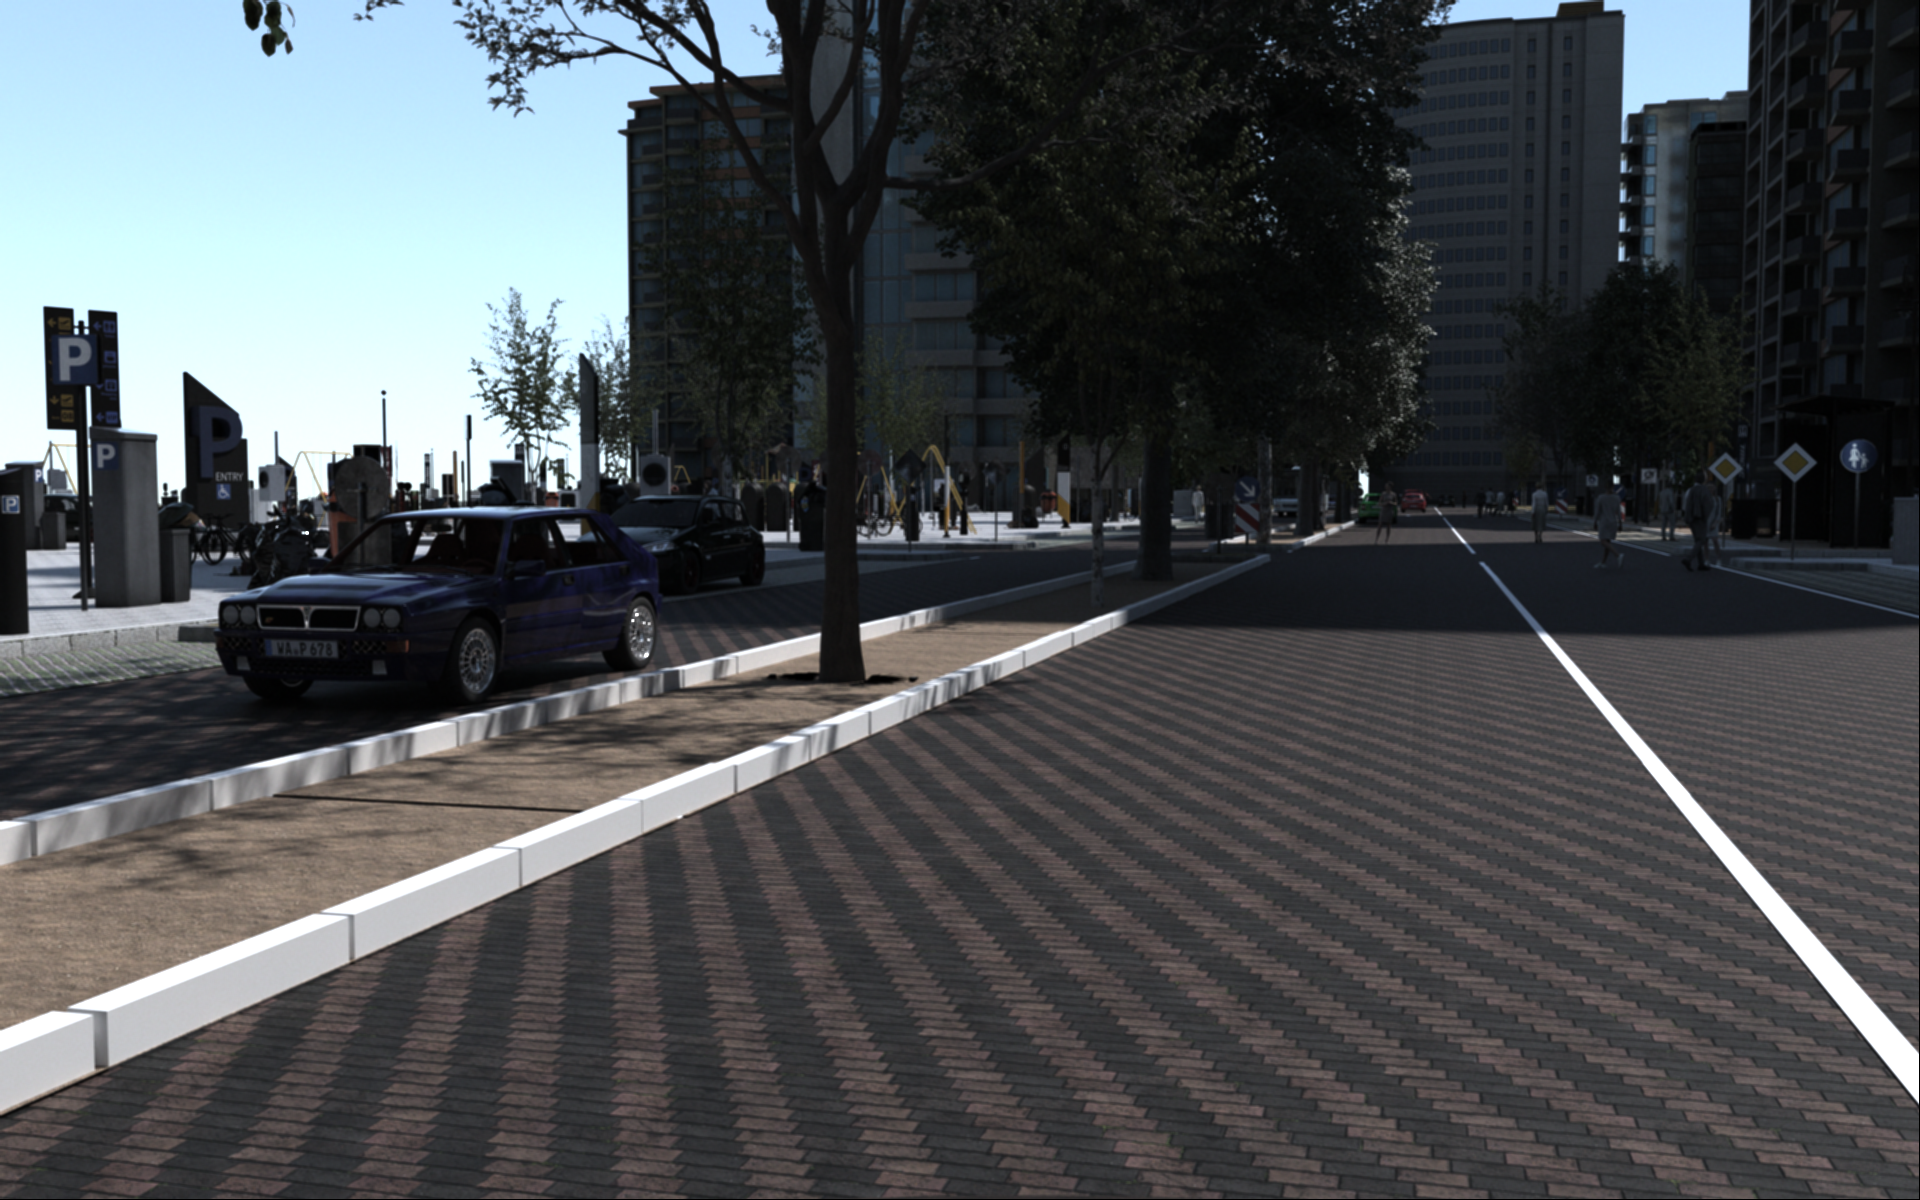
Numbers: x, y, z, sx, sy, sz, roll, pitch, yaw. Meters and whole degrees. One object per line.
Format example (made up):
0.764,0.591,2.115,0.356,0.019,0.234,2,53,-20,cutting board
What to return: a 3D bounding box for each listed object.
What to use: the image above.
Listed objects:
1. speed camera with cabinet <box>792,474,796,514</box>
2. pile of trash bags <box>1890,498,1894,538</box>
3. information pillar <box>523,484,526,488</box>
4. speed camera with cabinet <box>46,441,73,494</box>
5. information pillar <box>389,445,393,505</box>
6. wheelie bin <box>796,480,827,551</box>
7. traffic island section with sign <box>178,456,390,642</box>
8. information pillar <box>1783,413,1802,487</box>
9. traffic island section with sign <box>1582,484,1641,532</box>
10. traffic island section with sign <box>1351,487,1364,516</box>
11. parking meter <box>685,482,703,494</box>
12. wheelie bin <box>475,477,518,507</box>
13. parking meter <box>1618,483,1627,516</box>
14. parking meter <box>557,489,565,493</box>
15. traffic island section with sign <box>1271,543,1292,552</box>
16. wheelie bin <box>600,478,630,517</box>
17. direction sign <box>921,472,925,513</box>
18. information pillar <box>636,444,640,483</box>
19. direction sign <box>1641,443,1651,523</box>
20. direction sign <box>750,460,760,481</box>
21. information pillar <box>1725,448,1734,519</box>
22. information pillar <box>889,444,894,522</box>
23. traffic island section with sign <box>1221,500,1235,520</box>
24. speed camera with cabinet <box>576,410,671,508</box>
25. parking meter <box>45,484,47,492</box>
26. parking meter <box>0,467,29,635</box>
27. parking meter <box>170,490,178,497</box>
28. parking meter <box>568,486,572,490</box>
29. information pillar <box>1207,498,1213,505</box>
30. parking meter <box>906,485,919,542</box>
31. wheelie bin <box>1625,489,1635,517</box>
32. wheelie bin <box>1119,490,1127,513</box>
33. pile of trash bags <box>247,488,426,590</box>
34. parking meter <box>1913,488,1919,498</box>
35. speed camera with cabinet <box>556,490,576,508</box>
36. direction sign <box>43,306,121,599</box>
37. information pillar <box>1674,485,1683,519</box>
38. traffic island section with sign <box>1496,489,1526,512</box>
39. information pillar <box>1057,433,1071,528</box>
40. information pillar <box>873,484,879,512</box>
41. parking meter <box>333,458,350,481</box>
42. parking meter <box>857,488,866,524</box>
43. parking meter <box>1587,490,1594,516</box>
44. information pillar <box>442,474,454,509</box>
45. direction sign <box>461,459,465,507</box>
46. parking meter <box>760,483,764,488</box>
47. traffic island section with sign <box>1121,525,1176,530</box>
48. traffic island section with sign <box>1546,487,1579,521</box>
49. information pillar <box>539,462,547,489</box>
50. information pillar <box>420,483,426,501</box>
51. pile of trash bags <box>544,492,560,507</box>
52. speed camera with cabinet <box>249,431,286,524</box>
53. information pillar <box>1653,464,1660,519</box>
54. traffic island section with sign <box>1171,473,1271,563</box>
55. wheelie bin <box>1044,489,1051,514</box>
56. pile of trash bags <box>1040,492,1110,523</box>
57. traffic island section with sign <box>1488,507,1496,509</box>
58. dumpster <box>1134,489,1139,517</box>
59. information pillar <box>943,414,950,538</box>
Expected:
-10.765,-7.200,112.058,0.660,3.252,2.038,0,4,7,speed camera with cabinet
26.774,-2.570,51.769,3.447,1.369,1.912,3,4,38,pile of trash bags
-32.707,-7.691,130.234,0.304,2.012,0.304,3,4,36,information pillar
-33.115,-4.245,63.743,0.660,3.252,2.038,-2,4,-35,speed camera with cabinet
-26.918,-5.539,81.923,0.183,3.616,0.504,0,4,-6,information pillar
-3.292,-1.903,39.017,0.693,1.594,0.980,0,4,5,wheelie bin
-6.341,-0.535,17.374,1.989,1.847,2.006,1,4,15,traffic island section with sign
23.310,-3.498,48.549,0.504,3.616,0.183,1,4,19,information pillar
24.889,-3.519,66.171,1.989,1.847,2.006,1,4,15,traffic island section with sign
26.758,-6.624,116.444,2.006,1.907,1.989,1,4,15,traffic island section with sign
-5.488,-1.675,35.800,0.372,1.533,0.369,0,3,0,parking meter
-8.421,-1.445,31.527,0.693,1.594,0.980,-2,4,-30,wheelie bin
36.301,-5.459,94.963,0.255,1.863,0.399,-2,4,-32,parking meter
-20.065,-4.818,87.183,0.372,1.533,0.369,0,3,0,parking meter
7.342,-2.184,43.847,2.006,1.907,1.989,1,4,15,traffic island section with sign
-6.924,-1.604,34.129,0.693,1.594,0.980,2,4,33,wheelie bin
-2.484,-7.575,115.855,0.379,3.537,0.876,0,4,-1,direction sign
-15.158,-5.523,81.648,0.183,3.616,0.504,-1,4,-22,information pillar
30.543,-5.200,77.013,0.379,3.537,0.876,0,4,6,direction sign
-13.556,-7.496,114.564,0.379,3.537,0.876,3,5,43,direction sign
39.283,-5.930,88.311,0.183,3.616,0.504,0,4,-2,information pillar
-3.153,-5.446,80.399,0.183,3.616,0.504,-1,4,-16,information pillar
14.800,-5.368,96.397,1.989,1.847,2.006,1,4,15,traffic island section with sign
-7.801,-2.816,40.382,2.038,3.252,0.660,0,4,-5,speed camera with cabinet
-52.253,-5.690,98.747,0.399,1.863,0.255,1,4,22,parking meter
-8.755,-0.455,15.849,0.372,1.533,0.369,0,3,0,parking meter
-44.208,-5.445,97.442,0.372,1.533,0.369,0,3,0,parking meter
-28.071,-7.280,124.742,0.255,1.863,0.399,0,4,-6,parking meter
16.192,-6.584,112.147,0.304,2.012,0.304,2,4,28,information pillar
-1.287,-2.355,46.909,0.372,1.533,0.369,0,3,0,parking meter
37.992,-5.554,98.718,0.980,1.594,0.693,1,4,13,wheelie bin
11.110,-6.828,119.543,0.693,1.594,0.980,1,4,17,wheelie bin
-8.110,-0.774,22.415,1.912,1.369,3.447,-2,4,-27,pile of trash bags
39.642,-3.870,71.683,0.372,1.533,0.369,0,3,0,parking meter
-16.443,-4.958,75.398,2.038,3.252,0.660,0,4,3,speed camera with cabinet
-10.749,-1.791,21.281,0.379,3.537,0.876,3,4,38,direction sign
36.552,-5.117,88.160,0.304,2.012,0.304,0,4,-1,information pillar
44.569,-8.018,139.715,1.989,1.847,2.006,1,4,15,traffic island section with sign
3.925,-4.522,65.289,0.504,3.616,0.183,2,4,27,information pillar
-6.007,-7.308,123.971,0.304,2.012,0.304,-3,5,-43,information pillar
-9.967,-1.372,28.151,0.255,1.863,0.399,1,4,9,parking meter
-4.136,-3.916,72.433,0.372,1.533,0.369,0,3,0,parking meter
36.731,-5.659,100.933,0.372,1.533,0.369,0,3,0,parking meter
-18.492,-3.553,62.576,0.304,2.012,0.304,2,4,32,information pillar
-33.824,-7.699,117.879,0.379,3.537,0.876,0,4,-6,direction sign
-10.446,-5.185,90.490,0.399,1.863,0.255,2,4,25,parking meter
7.629,-3.729,69.593,1.989,1.847,2.006,1,4,15,traffic island section with sign
31.922,-5.126,92.439,1.989,1.847,2.006,1,4,15,traffic island section with sign
-27.504,-7.521,114.319,0.504,3.616,0.183,-3,5,-40,information pillar
-36.071,-6.845,116.409,0.304,2.012,0.304,1,4,17,information pillar
-18.512,-4.538,83.949,3.447,1.369,1.912,2,4,27,pile of trash bags
-22.028,-3.685,54.579,2.038,3.252,0.660,3,5,41,speed camera with cabinet
35.741,-5.960,88.796,0.183,3.616,0.504,3,4,36,information pillar
5.418,-1.747,36.694,2.006,1.907,1.989,1,4,15,traffic island section with sign
5.506,-6.323,111.282,0.980,1.594,0.693,1,4,20,wheelie bin
5.089,-4.234,78.973,3.447,1.369,1.912,3,4,37,pile of trash bags
51.546,-9.610,165.755,1.989,1.847,2.006,1,4,15,traffic island section with sign
10.462,-5.592,97.183,1.264,1.857,1.865,1,4,15,dumpster
-0.385,-3.662,51.222,0.183,3.616,0.504,0,4,8,information pillar
